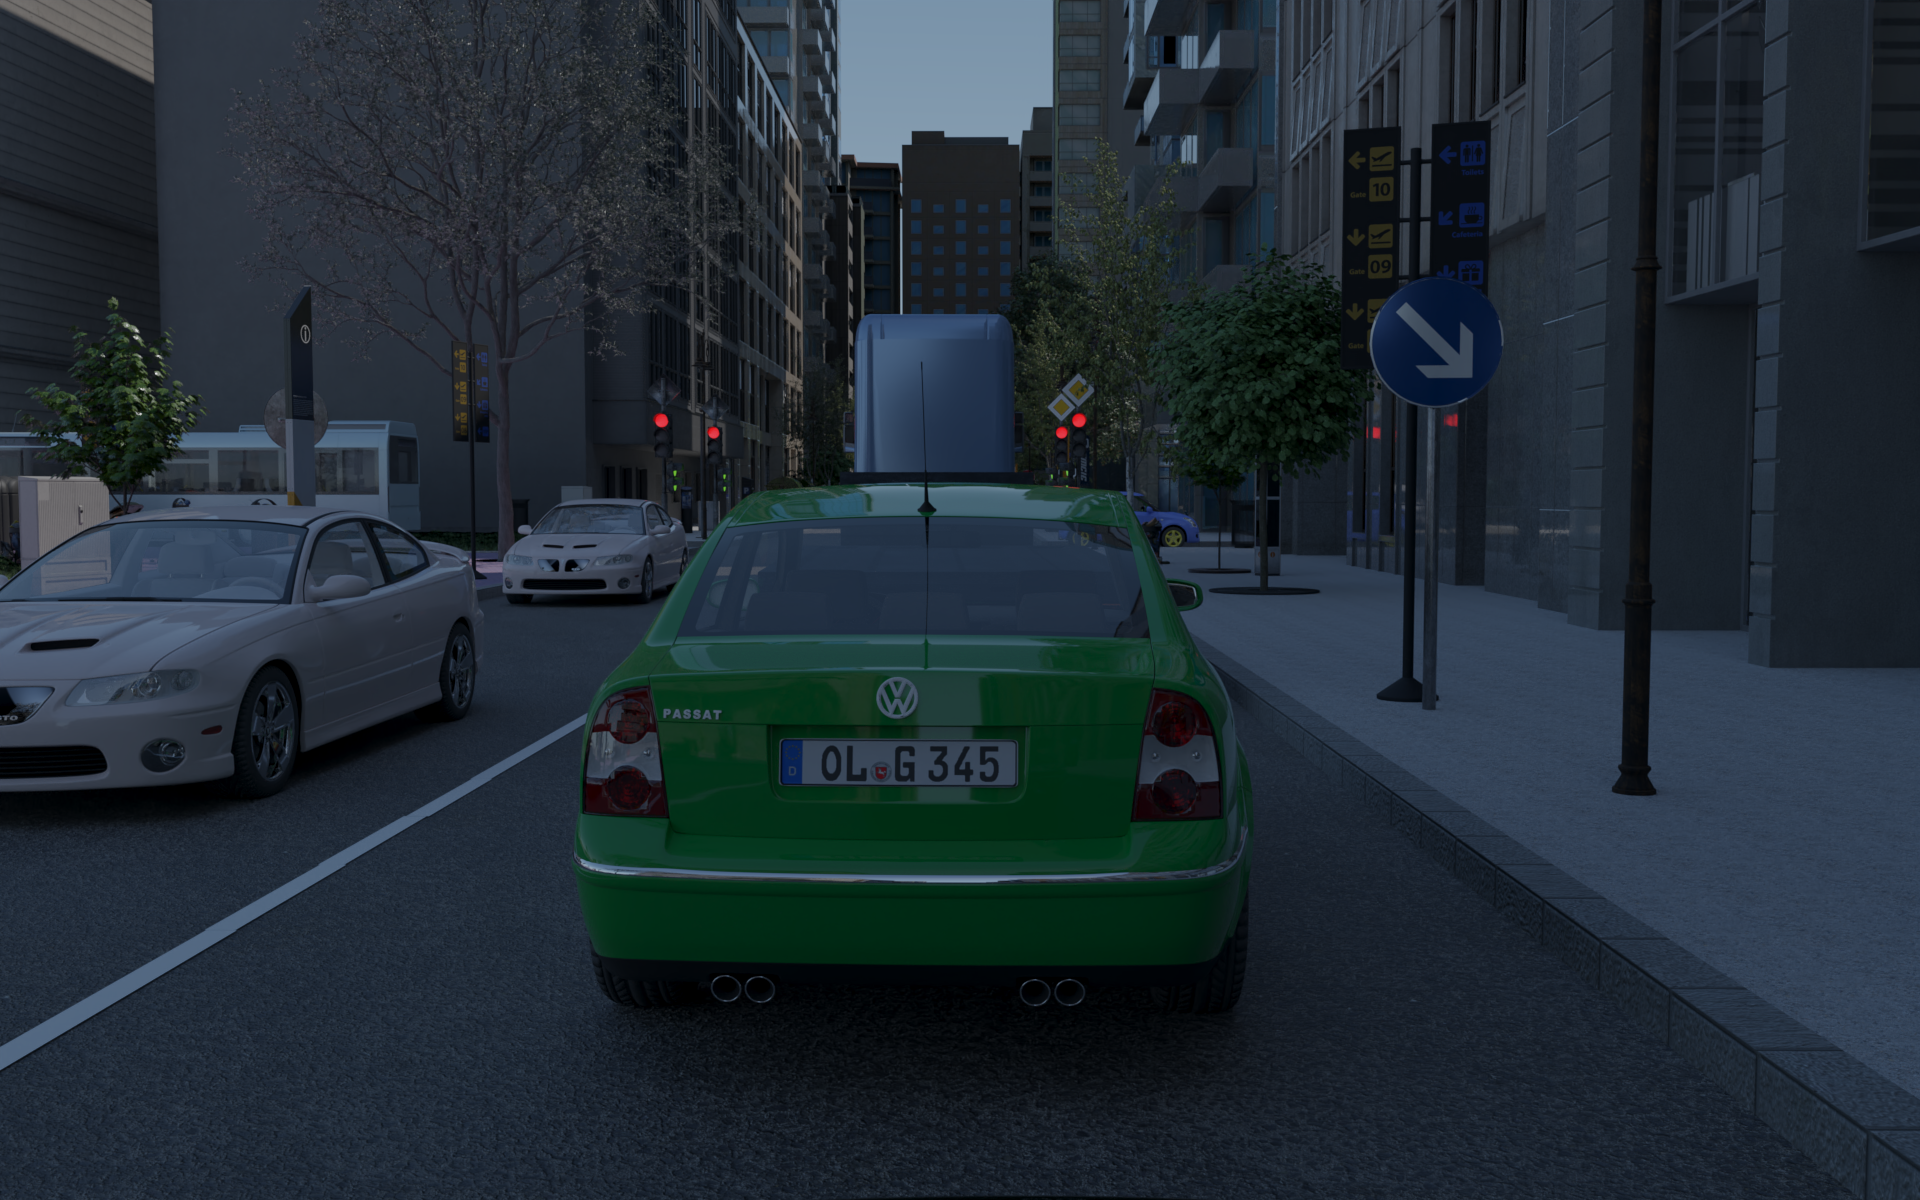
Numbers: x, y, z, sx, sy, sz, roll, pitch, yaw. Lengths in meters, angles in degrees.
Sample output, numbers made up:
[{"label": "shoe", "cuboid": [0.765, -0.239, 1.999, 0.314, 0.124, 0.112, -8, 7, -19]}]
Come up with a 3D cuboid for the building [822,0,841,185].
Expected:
[{"label": "building", "cuboid": [-24.737, -53.286, 183.891, 31.000, 86.520, 22.319, 0, 4, 0]}]

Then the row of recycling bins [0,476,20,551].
[{"label": "row of recycling bins", "cuboid": [-21.979, -2.008, 39.936, 1.069, 1.692, 3.534, -1, 4, -15]}]

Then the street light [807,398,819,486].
[{"label": "street light", "cuboid": [-6.942, -6.684, 82.078, 0.468, 5.910, 1.993, 0, 4, 0]}]

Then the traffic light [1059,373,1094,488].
[{"label": "traffic light", "cuboid": [2.732, -3.143, 40.312, 0.839, 4.253, 0.868, 0, 4, 0]}]

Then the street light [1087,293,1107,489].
[{"label": "street light", "cuboid": [3.120, -4.107, 39.944, 0.468, 5.910, 1.993, 0, 4, 0]}]

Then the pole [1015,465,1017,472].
[{"label": "pole", "cuboid": [3.495, -7.027, 108.742, 0.158, 3.312, 0.155, 0, 3, 0]}]

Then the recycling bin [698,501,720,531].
[{"label": "recycling bin", "cuboid": [-8.866, -2.971, 61.136, 0.722, 1.027, 0.722, 0, 4, -6]}]

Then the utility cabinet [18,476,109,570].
[{"label": "utility cabinet", "cuboid": [-11.317, -0.811, 21.945, 0.318, 1.500, 1.173, 1, 4, 16]}]

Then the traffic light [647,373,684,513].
[{"label": "traffic light", "cuboid": [-6.879, -3.147, 40.379, 0.839, 4.253, 0.868, 0, 4, 0]}]

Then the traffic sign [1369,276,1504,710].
[{"label": "traffic sign", "cuboid": [2.795, -0.620, 10.242, 0.768, 2.556, 0.104, 0, 4, 7]}]

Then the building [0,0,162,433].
[{"label": "building", "cuboid": [-40.091, -16.483, 56.883, 23.554, 28.519, 14.401, 0, 4, 0]}]

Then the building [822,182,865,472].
[{"label": "building", "cuboid": [-16.320, -23.826, 161.255, 14.160, 30.474, 14.107, 0, 4, 0]}]

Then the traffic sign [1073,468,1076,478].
[{"label": "traffic sign", "cuboid": [3.721, -3.584, 59.782, 0.795, 2.450, 0.064, 0, 4, 7]}]

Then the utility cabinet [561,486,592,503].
[{"label": "utility cabinet", "cuboid": [-10.685, -2.428, 48.376, 0.318, 1.500, 1.173, -3, 5, -43]}]

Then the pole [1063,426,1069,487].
[{"label": "pole", "cuboid": [3.191, -3.567, 52.172, 0.158, 3.312, 0.155, 0, 3, 0]}]

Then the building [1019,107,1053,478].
[{"label": "building", "cuboid": [18.117, -36.485, 220.223, 21.600, 48.544, 21.300, 0, 4, 0]}]

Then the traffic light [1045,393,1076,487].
[{"label": "traffic light", "cuboid": [2.801, -3.632, 48.297, 0.839, 4.253, 0.868, 0, 4, 0]}]

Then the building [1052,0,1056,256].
[{"label": "building", "cuboid": [18.854, -37.601, 156.781, 21.231, 58.520, 28.212, 0, 4, 0]}]

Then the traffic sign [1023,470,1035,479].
[{"label": "traffic sign", "cuboid": [3.564, -5.581, 91.353, 0.768, 2.556, 0.104, 0, 4, 3]}]

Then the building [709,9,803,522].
[{"label": "building", "cuboid": [-19.648, -17.576, 91.885, 19.350, 26.468, 34.151, 0, 4, 0]}]

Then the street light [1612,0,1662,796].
[{"label": "street light", "cuboid": [2.897, -2.109, 7.266, 0.468, 5.910, 1.993, 0, 4, 0]}]

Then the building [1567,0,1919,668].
[{"label": "building", "cuboid": [11.260, -13.699, 1.479, 11.434, 29.767, 29.804, 0, 4, 0]}]

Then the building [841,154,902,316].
[{"label": "building", "cuboid": [-21.812, -34.677, 221.589, 28.867, 44.769, 22.147, 0, 4, 0]}]

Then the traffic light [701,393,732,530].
[{"label": "traffic light", "cuboid": [-6.810, -3.636, 48.363, 0.839, 4.253, 0.868, 0, 4, 0]}]

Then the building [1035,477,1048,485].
[{"label": "building", "cuboid": [24.221, -30.059, 183.348, 32.217, 40.220, 23.993, 0, 4, 0]}]

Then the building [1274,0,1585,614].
[{"label": "building", "cuboid": [12.581, -12.747, 26.441, 12.078, 24.808, 19.932, 0, 4, 0]}]

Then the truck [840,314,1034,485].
[{"label": "truck", "cuboid": [-0.259, -1.861, 20.186, 2.967, 4.110, 18.799, 0, 4, -1]}]

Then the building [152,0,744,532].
[{"label": "building", "cuboid": [-16.441, -16.446, 62.406, 14.314, 27.812, 24.014, 0, 4, 0]}]

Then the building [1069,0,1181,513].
[{"label": "building", "cuboid": [18.209, -48.123, 99.486, 22.319, 86.520, 31.000, 0, 4, 0]}]

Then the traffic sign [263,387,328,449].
[{"label": "traffic sign", "cuboid": [-7.789, -1.236, 20.322, 0.768, 2.556, 0.104, 0, 4, 1]}]

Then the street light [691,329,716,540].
[{"label": "street light", "cuboid": [-7.180, -4.637, 48.610, 0.468, 5.910, 1.993, 0, 4, 0]}]

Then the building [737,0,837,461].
[{"label": "building", "cuboid": [-21.646, -31.717, 138.184, 23.786, 49.044, 30.456, 0, 4, 0]}]

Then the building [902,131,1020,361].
[{"label": "building", "cuboid": [0.150, -34.652, 216.676, 14.200, 45.320, 14.600, 0, 4, 0]}]

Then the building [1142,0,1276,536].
[{"label": "building", "cuboid": [21.766, -26.968, 60.529, 30.456, 49.044, 23.786, 0, 4, 0]}]

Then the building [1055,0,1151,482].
[{"label": "building", "cuboid": [14.394, -27.670, 135.994, 14.154, 41.232, 14.086, 0, 4, 0]}]

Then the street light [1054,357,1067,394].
[{"label": "street light", "cuboid": [3.350, -5.152, 57.027, 0.468, 5.910, 1.993, 0, 4, 0]}]
